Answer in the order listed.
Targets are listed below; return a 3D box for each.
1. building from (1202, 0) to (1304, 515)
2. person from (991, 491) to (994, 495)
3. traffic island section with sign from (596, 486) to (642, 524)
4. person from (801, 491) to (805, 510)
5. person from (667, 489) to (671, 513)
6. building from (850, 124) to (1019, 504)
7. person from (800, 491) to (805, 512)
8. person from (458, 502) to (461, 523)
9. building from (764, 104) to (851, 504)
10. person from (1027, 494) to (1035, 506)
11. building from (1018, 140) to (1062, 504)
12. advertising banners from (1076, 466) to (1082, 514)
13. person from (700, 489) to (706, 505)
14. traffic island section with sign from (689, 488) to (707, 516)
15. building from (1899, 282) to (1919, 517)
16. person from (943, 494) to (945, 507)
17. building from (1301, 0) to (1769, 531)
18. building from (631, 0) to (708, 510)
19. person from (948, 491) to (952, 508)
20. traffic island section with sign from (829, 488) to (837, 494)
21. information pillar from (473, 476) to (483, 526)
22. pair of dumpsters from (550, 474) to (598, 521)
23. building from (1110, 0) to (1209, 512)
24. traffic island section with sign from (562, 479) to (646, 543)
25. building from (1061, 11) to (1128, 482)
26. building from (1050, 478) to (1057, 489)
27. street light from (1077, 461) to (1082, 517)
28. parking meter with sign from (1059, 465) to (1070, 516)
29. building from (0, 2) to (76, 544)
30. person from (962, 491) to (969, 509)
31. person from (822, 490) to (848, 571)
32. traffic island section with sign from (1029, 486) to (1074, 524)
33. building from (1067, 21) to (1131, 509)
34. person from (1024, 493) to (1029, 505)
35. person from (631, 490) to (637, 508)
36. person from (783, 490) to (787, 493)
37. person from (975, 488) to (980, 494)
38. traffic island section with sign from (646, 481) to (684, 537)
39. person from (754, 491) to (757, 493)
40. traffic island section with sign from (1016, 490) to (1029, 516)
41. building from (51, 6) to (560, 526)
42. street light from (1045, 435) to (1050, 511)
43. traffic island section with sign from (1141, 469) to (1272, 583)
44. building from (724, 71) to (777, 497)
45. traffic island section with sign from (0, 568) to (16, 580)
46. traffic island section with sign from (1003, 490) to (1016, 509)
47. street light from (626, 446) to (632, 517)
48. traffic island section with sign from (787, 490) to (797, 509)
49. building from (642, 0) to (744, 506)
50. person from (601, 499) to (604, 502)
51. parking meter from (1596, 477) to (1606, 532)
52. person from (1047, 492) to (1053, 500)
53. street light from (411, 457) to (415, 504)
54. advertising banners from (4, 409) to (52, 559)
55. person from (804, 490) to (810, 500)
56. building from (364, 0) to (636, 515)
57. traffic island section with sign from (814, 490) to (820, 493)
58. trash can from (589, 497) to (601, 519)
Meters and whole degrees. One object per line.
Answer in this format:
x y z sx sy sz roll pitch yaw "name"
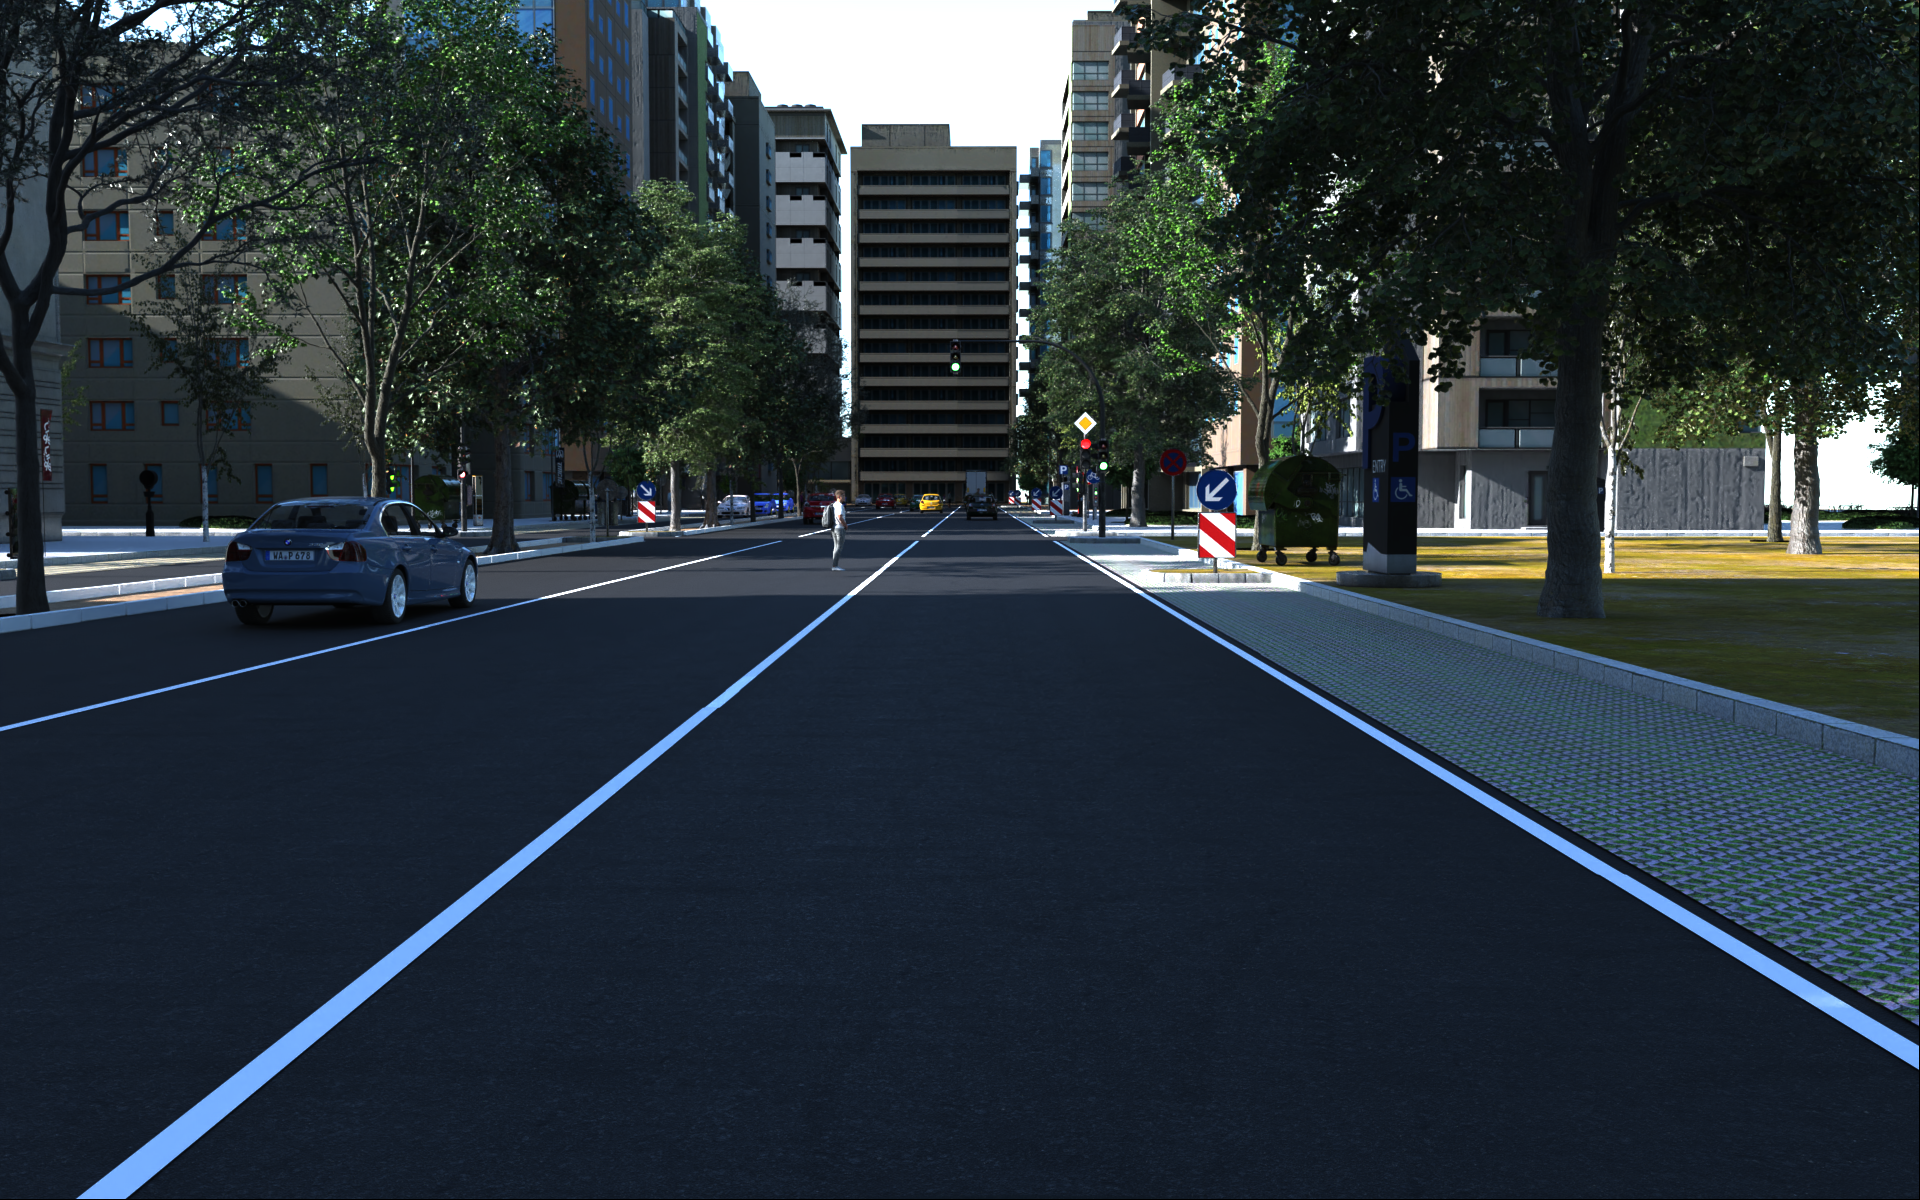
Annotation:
20.555 -26.888 89.725 14.600 45.320 14.200 0 4 1 "building"
3.248 -10.477 180.588 0.721 1.735 1.217 1 4 11 "person"
-16.493 -4.615 84.082 1.989 1.847 2.006 0 4 1 "traffic island section with sign"
-13.462 -8.470 147.534 0.990 1.755 0.434 3 4 38 "person"
-20.226 -6.892 120.532 0.330 1.601 0.589 1 4 18 "person"
-3.240 -37.078 229.926 21.600 48.544 21.300 0 4 1 "building"
-12.618 -7.886 138.114 0.721 1.739 1.217 2 4 26 "person"
-22.090 -4.295 76.538 0.793 1.790 0.793 -3 4 -37 "person"
-27.746 -39.463 234.451 27.495 52.752 28.713 0 4 1 "building"
8.143 -11.394 192.351 1.348 1.821 0.705 2 4 27 "person"
23.055 -37.439 231.734 30.456 49.044 23.786 0 4 1 "building"
7.254 -6.682 105.440 0.090 3.025 2.074 0 4 -4 "advertising banners"
-20.770 -8.136 139.792 0.721 1.736 1.217 1 4 8 "person"
-16.237 -6.264 111.036 1.989 1.847 2.006 0 4 1 "traffic island section with sign"
47.953 -18.144 68.362 14.107 30.474 14.160 0 4 1 "building"
-1.730 -11.265 195.902 0.599 1.433 0.991 0 4 0 "person"
21.492 -23.435 66.750 14.086 41.232 14.154 0 4 1 "building"
-28.532 -27.989 141.214 14.154 41.232 14.086 0 4 1 "building"
-1.006 -10.528 181.425 0.721 1.735 1.217 1 4 15 "person"
-9.895 -7.711 134.215 2.006 1.907 1.989 0 4 1 "traffic island section with sign"
-19.267 -3.958 69.210 0.304 2.012 0.304 -3 4 -37 "information pillar"
-18.892 -5.014 84.479 1.574 2.255 4.437 0 4 0 "pair of dumpsters"
21.915 -28.415 119.209 22.147 44.769 28.867 0 4 1 "building"
-10.649 -2.663 51.673 2.006 1.907 1.989 0 4 1 "traffic island section with sign"
21.198 -33.514 171.652 21.300 48.544 21.600 0 4 1 "building"
26.388 -30.766 194.907 32.217 40.220 23.993 0 4 1 "building"
6.090 -7.540 95.823 1.470 5.913 1.316 0 4 1 "street light"
6.336 -6.607 104.283 0.543 3.016 1.738 0 4 -5 "parking meter with sign"
-34.336 -12.579 41.825 21.152 22.565 11.583 0 4 1 "building"
0.518 -9.489 164.369 0.721 1.736 1.217 -2 4 -27 "person"
-2.286 -1.297 32.307 0.503 1.515 0.523 2 4 31 "person"
4.532 -4.625 84.250 1.989 1.847 2.006 0 4 1 "traffic island section with sign"
16.534 -28.771 153.994 14.154 41.232 14.086 0 4 1 "building"
7.927 -12.062 206.482 0.421 1.427 0.697 3 5 44 "person"
-24.188 -7.480 128.437 0.850 1.850 0.679 -1 4 -10 "person"
-18.562 -10.865 184.140 0.683 1.767 0.568 1 4 23 "person"
1.186 -6.901 121.236 0.836 1.842 0.656 -1 4 -13 "person"
-10.572 -3.116 59.080 2.006 1.907 1.989 0 4 1 "traffic island section with sign"
-20.223 -10.045 170.719 0.683 1.767 0.568 0 4 5 "person"
4.771 -6.274 111.204 1.989 1.847 2.006 0 4 1 "traffic island section with sign"
-36.569 -14.564 83.157 27.650 21.520 28.899 0 4 1 "building"
6.329 -9.832 133.302 1.470 5.913 1.316 0 4 1 "street light"
4.028 -1.224 28.638 1.989 1.847 2.006 0 4 1 "traffic island section with sign"
-32.601 -35.022 196.315 21.600 48.544 21.300 0 4 1 "building"
-16.998 -1.238 28.867 1.989 1.847 2.006 0 4 1 "traffic island section with sign"
5.234 -9.322 161.034 1.989 1.847 2.006 0 4 1 "traffic island section with sign"
-18.176 -7.656 97.714 1.470 5.913 1.316 0 4 1 "street light"
-15.788 -9.367 161.785 1.989 1.847 2.006 0 4 1 "traffic island section with sign"
-33.540 -33.274 163.634 23.786 49.044 30.456 0 4 1 "building"
-19.053 -5.286 92.685 0.699 1.804 1.509 1 4 19 "person"
21.629 -3.239 58.668 0.399 1.863 0.255 -1 4 -15 "parking meter"
8.672 -9.730 165.931 0.742 1.727 0.445 -3 4 -36 "person"
-18.516 -5.364 60.236 1.470 5.913 1.316 0 4 1 "street light"
-18.769 -2.374 35.000 0.090 3.025 2.074 0 4 -3 "advertising banners"
-12.678 -8.258 144.227 0.721 1.736 1.217 1 4 19 "person"
-29.392 -28.242 111.860 14.600 45.320 14.200 0 4 1 "building"
-15.541 -11.020 188.809 1.989 1.847 2.006 0 4 1 "traffic island section with sign"
-18.791 -4.741 89.171 0.748 1.137 0.748 0 3 0 "trash can"
